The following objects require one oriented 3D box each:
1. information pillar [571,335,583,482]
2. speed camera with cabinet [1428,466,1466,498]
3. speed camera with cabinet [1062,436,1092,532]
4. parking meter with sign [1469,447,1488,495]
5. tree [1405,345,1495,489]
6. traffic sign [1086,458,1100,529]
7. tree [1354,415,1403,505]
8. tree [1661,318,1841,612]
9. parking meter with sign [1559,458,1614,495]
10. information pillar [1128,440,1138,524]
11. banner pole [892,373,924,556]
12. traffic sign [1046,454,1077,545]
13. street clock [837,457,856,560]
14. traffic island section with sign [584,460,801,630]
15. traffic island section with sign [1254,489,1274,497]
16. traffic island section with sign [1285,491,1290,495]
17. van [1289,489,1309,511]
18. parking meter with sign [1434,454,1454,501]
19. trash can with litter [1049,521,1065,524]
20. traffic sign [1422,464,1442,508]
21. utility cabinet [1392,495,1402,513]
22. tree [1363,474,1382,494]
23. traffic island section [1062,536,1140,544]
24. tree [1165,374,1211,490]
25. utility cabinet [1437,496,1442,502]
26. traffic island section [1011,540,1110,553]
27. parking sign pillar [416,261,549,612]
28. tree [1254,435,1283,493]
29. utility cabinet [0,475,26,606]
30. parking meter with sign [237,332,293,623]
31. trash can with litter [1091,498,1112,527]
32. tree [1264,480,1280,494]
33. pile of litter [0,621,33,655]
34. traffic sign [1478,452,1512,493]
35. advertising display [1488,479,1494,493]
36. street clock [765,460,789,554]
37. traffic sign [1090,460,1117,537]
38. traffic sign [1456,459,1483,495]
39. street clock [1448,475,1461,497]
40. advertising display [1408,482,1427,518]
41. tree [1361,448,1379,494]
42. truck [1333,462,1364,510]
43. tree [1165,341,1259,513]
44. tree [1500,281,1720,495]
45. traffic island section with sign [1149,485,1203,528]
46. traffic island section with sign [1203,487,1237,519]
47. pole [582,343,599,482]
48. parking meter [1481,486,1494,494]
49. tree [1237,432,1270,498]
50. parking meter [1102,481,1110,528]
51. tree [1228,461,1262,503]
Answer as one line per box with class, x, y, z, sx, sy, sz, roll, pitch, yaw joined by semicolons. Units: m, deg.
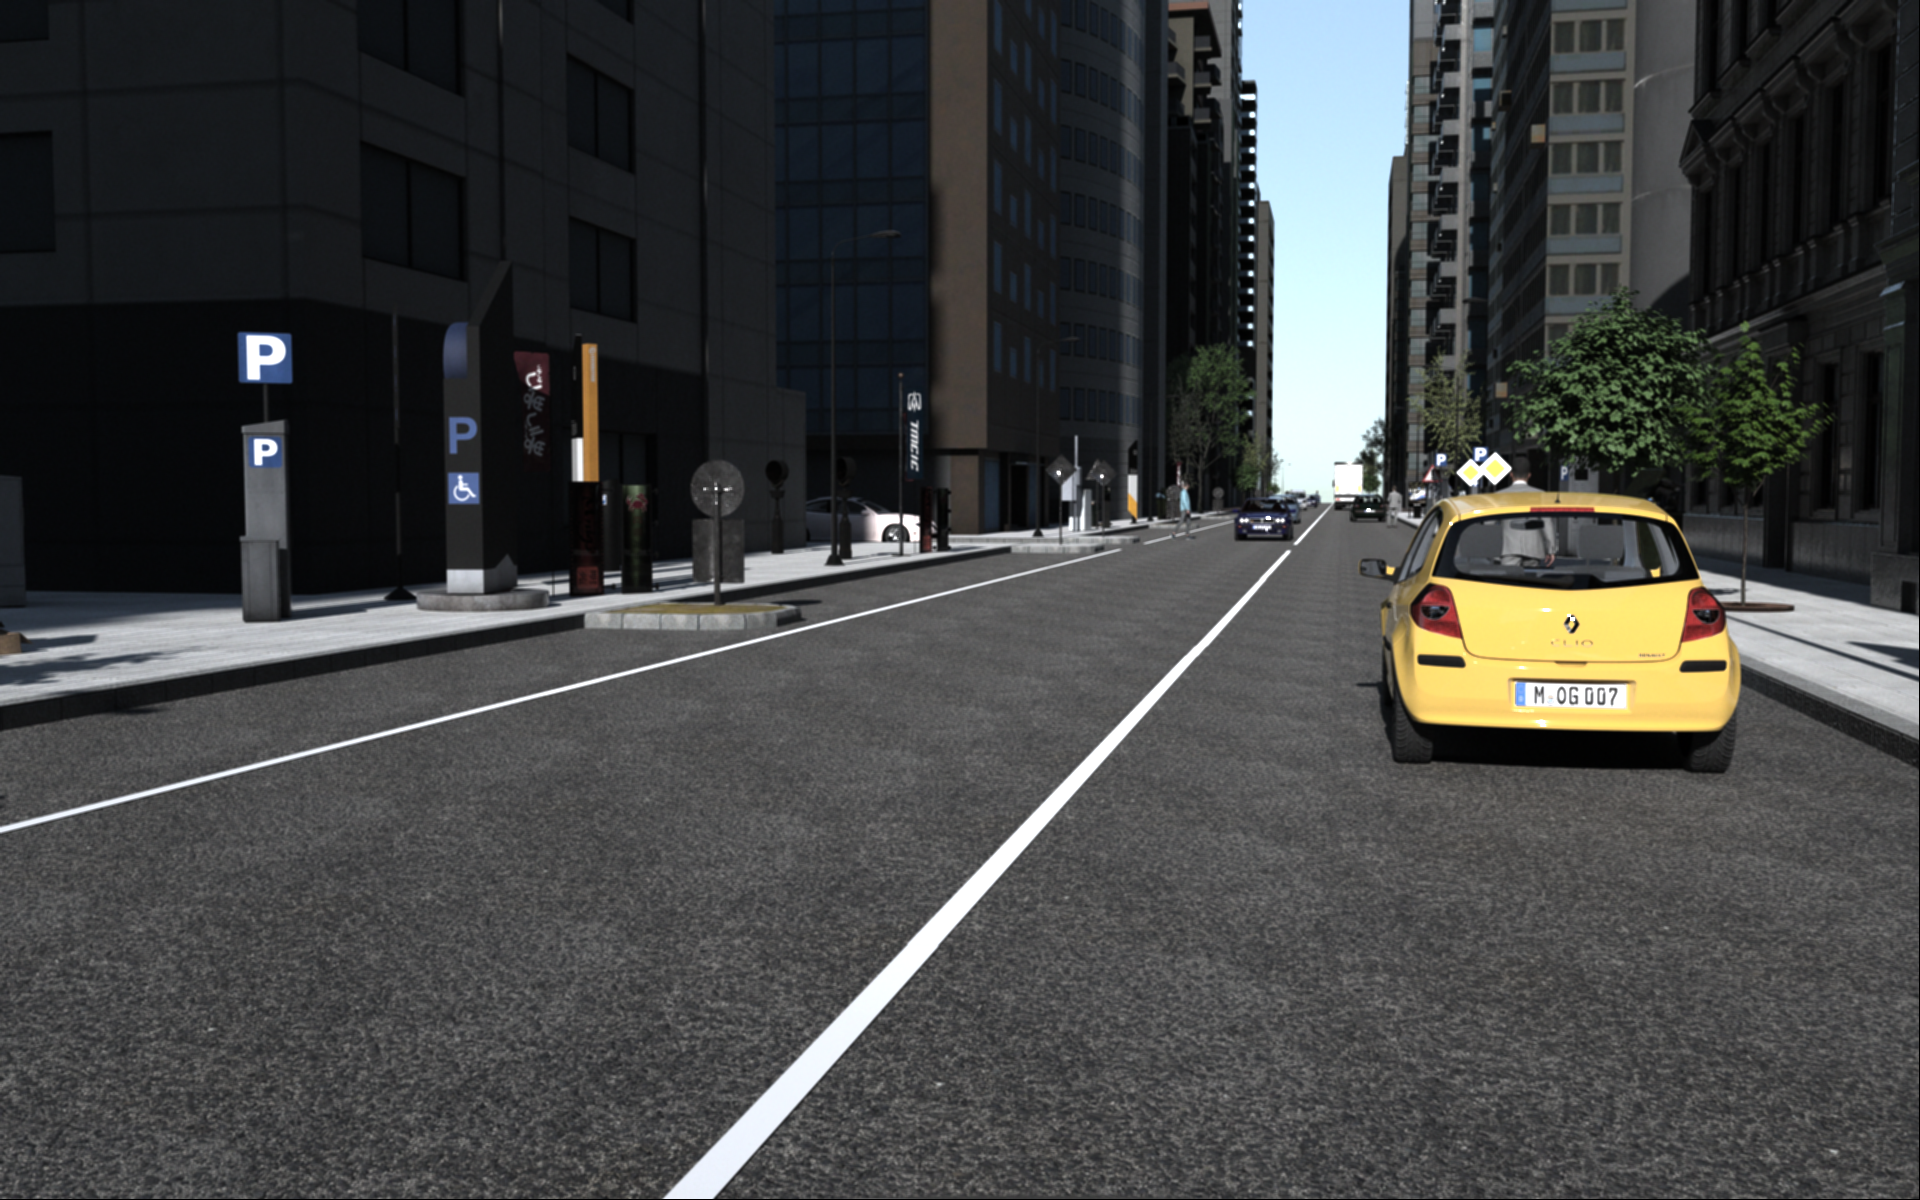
information pillar;-5.683;-2.104;25.748;0.183;3.616;0.504;-1;4;-22
speed camera with cabinet;25.566;-5.908;90.933;0.660;3.252;2.038;-2;4;-34
speed camera with cabinet;3.989;-3.982;59.445;0.660;3.252;2.038;1;4;19
parking meter with sign;19.379;-4.203;64.986;0.543;3.016;1.738;1;4;8
tree;24.475;-8.328;86.524;4.737;8.622;4.395;0;3;0
traffic sign;5.011;-3.867;63.233;0.884;2.594;0.081;1;4;13
tree;50.025;-16.539;204.825;7.601;10.594;8.767;-1;4;-16
tree;8.631;-1.511;19.307;1.663;3.219;1.824;0;3;0
parking meter with sign;12.551;-2.381;35.186;1.738;3.016;0.543;-1;4;-12
information pillar;7.420;-5.072;74.280;0.504;3.616;0.183;-3;4;-39
banner pole;-1.047;-2.790;35.641;0.863;3.779;0.401;3;5;42
traffic sign;2.535;-2.439;43.525;0.795;2.450;0.064;1;4;12
street clock;-2.256;-1.799;33.991;0.358;2.002;0.471;-3;4;-39
traffic island section with sign;-2.856;-0.649;19.238;1.989;1.847;2.006;1;4;12
traffic island section with sign;25.534;-8.525;148.015;1.989;1.847;2.006;1;4;12
traffic island section with sign;49.286;-15.119;255.826;1.989;1.847;2.006;1;4;12
van;29.552;-8.846;151.635;2.013;2.044;4.112;1;4;11
parking meter with sign;20.820;-4.738;73.732;0.543;3.016;1.738;-1;4;-10
trash can with litter;3.853;-3.884;74.556;2.233;1.210;1.678;2;4;31
traffic sign;20.645;-4.631;75.724;0.884;2.594;0.081;1;4;18
utility cabinet;30.320;-6.664;120.124;0.306;1.237;1.020;3;4;38
tree;61.063;-16.745;257.500;4.285;4.588;4.351;0;3;0
traffic island section;4.229;-1.780;51.390;2.009;0.180;2.903;1;4;12
tree;13.427;-9.482;105.385;4.360;8.622;3.978;0;3;0
utility cabinet;22.179;-4.200;79.833;0.306;1.237;1.020;0;4;7
traffic island section;2.510;-1.303;43.592;2.009;0.180;2.903;1;4;12
parking sign pillar;-5.388;-1.896;19.465;1.447;3.967;1.447;0;4;2
tree;37.501;-15.993;211.842;4.360;8.622;3.978;0;3;0
utility cabinet;-10.959;-0.692;19.985;0.318;1.500;1.173;-2;4;-29
parking meter with sign;-7.236;-1.331;18.021;0.543;3.016;1.738;-1;4;-19
trash can with litter;5.424;-3.468;68.086;1.055;1.170;0.624;-1;4;-19
tree;41.494;-14.520;232.006;1.663;3.219;1.824;0;3;0
pile of litter;-8.086;0.003;13.921;1.176;0.858;1.719;0;4;-5
traffic sign;12.730;-2.301;41.265;0.795;2.450;0.064;1;4;12
advertising display;20.783;-3.822;67.703;0.123;1.923;0.974;0;4;5
street clock;-3.917;-1.991;37.130;0.471;2.002;0.358;2;4;32
traffic sign;4.254;-2.916;51.323;0.795;2.450;0.064;1;4;12
traffic sign;14.449;-2.778;49.063;0.795;2.450;0.064;1;4;12
street clock;18.433;-3.669;64.560;0.358;2.002;0.471;-2;4;-24
advertising display;24.171;-5.277;91.496;0.974;1.923;0.123;2;4;33
tree;63.996;-19.657;271.748;4.737;8.622;4.395;0;3;0
truck;35.209;-10.283;157.042;2.839;4.237;11.283;1;4;12
tree;16.503;-11.767;118.149;9.928;11.665;9.643;0;3;0
tree;10.229;-2.630;26.717;4.285;4.588;4.351;0;3;0
traffic island section with sign;9.093;-3.962;73.413;1.989;1.847;2.006;1;4;12
traffic island section with sign;14.970;-5.594;100.085;1.989;1.847;2.006;1;4;12
pole;-5.027;-1.821;23.612;0.158;3.312;0.155;0;3;0
parking meter;16.033;-2.710;52.715;0.372;1.533;0.369;0;3;0
tree;33.555;-15.212;199.078;4.737;8.622;4.395;0;3;0
parking meter;5.473;-3.617;64.845;0.255;1.863;0.399;0;4;-5
tree;27.935;-11.371;169.636;4.285;4.588;4.351;0;3;0
